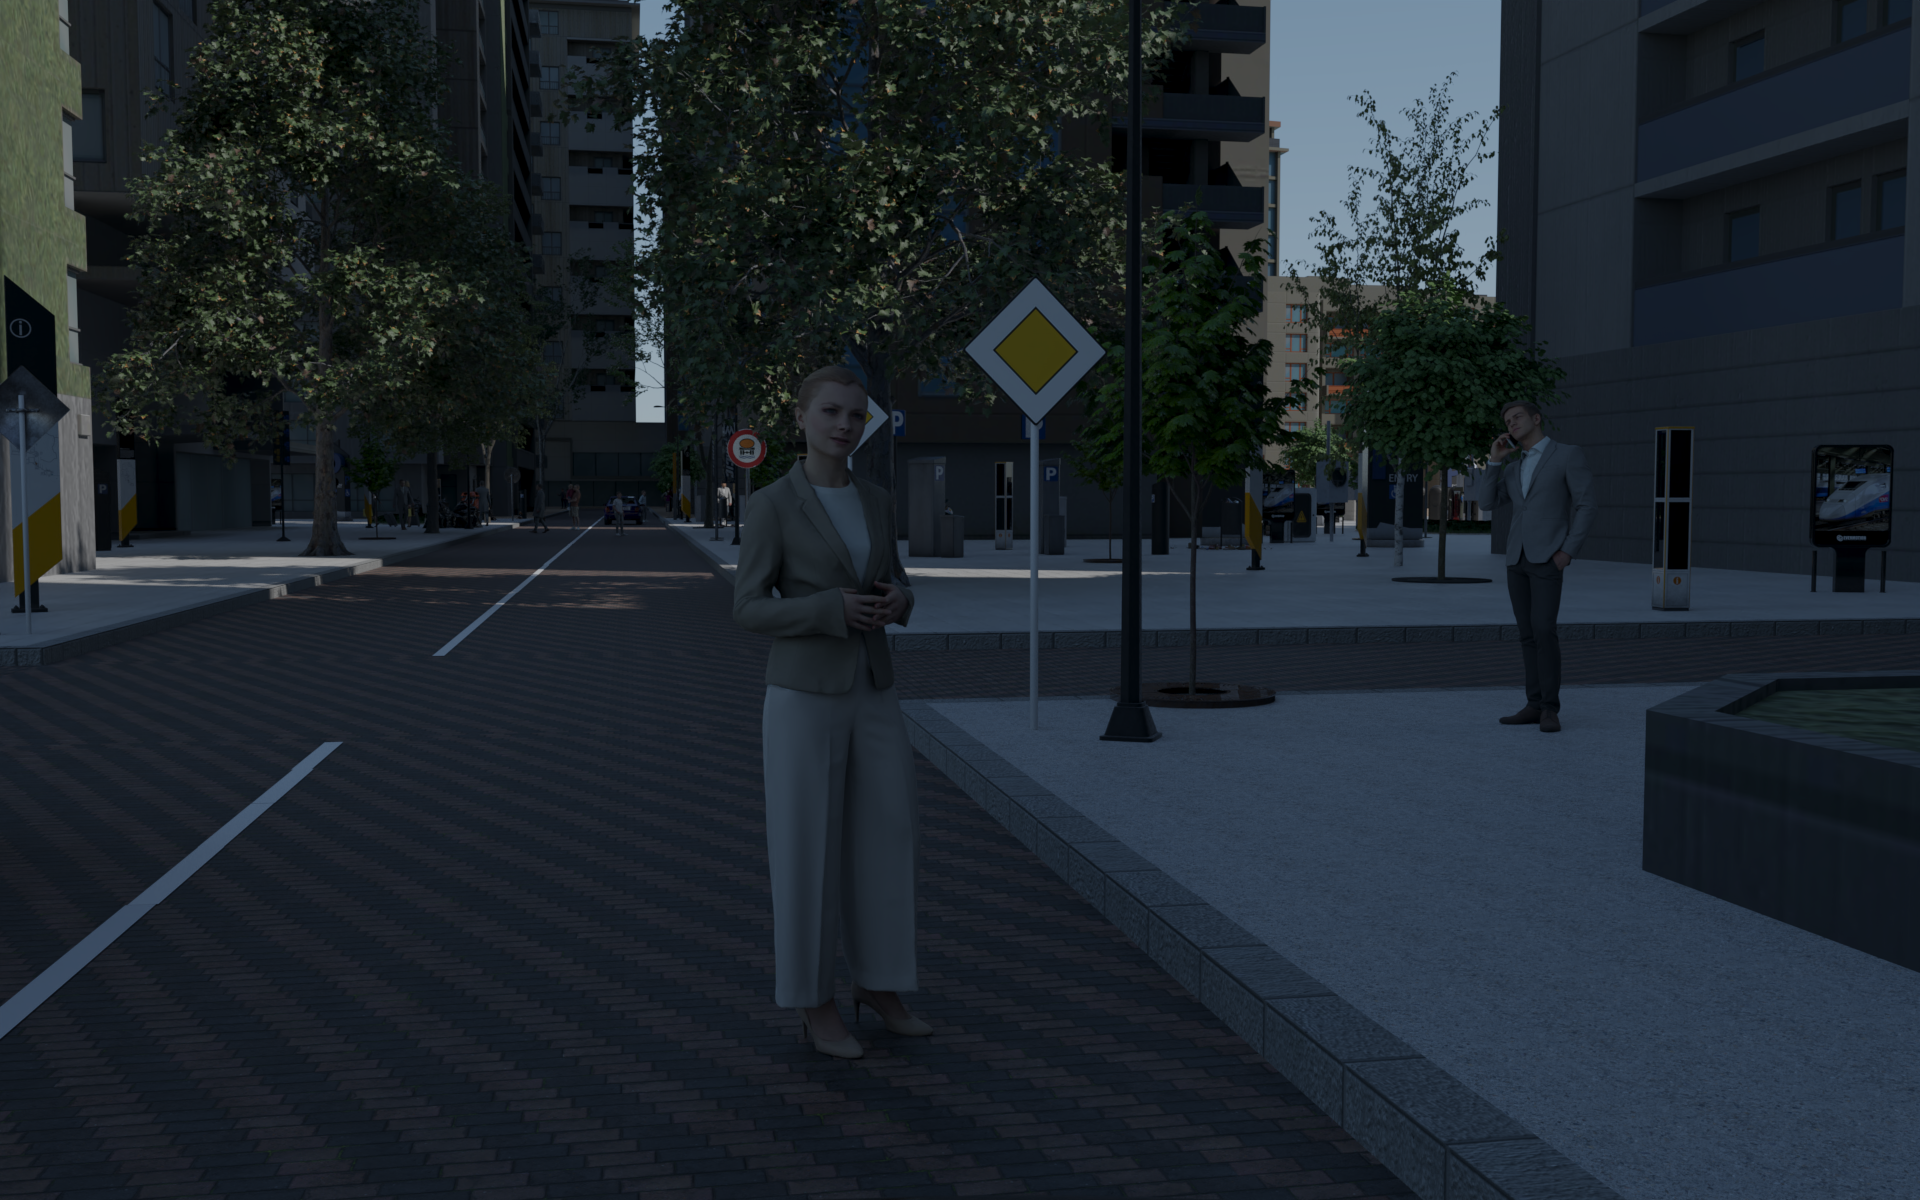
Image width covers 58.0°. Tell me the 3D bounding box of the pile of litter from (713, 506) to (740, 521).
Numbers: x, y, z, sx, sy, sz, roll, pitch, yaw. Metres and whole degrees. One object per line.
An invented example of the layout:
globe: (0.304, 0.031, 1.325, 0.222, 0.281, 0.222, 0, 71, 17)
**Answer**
pile of litter: (-11.207, -4.231, 83.140, 1.719, 0.858, 1.176, 3, 5, 41)

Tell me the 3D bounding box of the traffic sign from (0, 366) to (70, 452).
traffic sign: (-8.532, -0.831, 15.785, 0.795, 2.593, 0.064, -1, 4, -11)

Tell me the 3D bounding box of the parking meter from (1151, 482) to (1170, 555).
parking meter: (4.237, -1.725, 36.610, 0.372, 1.533, 0.369, 0, 3, 0)

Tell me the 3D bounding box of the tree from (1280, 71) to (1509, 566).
tree: (7.845, -4.929, 30.955, 4.737, 8.622, 4.395, 0, 3, 0)

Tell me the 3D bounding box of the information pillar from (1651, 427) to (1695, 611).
information pillar: (7.828, -0.889, 19.026, 0.304, 2.012, 0.304, 0, 4, -3)

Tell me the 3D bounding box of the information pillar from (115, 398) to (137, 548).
information pillar: (-20.041, -3.074, 41.615, 0.183, 3.616, 0.504, 1, 4, 20)

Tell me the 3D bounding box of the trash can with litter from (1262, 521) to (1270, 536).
trash can with litter: (9.626, -2.566, 53.336, 0.624, 1.170, 1.055, 0, 4, 4)

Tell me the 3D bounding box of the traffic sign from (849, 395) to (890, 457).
traffic sign: (-1.068, -0.917, 17.180, 0.795, 2.593, 0.064, -1, 4, -11)

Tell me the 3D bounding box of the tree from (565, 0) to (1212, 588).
tree: (-1.109, -6.538, 23.911, 9.611, 12.733, 9.660, 0, 3, 0)

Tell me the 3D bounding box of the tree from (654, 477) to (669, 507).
tree: (-28.479, -10.569, 167.410, 1.663, 3.219, 1.824, 0, 3, 0)

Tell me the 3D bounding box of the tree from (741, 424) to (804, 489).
tree: (-4.317, -2.783, 40.103, 1.663, 3.219, 1.824, 0, 3, 0)

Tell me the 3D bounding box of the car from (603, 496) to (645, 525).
car: (-15.915, -4.244, 81.964, 1.945, 1.354, 3.894, -1, 4, -9)

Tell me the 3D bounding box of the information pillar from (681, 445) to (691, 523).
information pillar: (-12.335, -5.297, 77.961, 0.183, 3.616, 0.504, 3, 5, 40)

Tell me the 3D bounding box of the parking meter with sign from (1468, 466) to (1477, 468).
parking meter with sign: (28.828, -6.026, 94.784, 0.543, 3.016, 1.738, -3, 5, -43)

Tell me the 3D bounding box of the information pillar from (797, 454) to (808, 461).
information pillar: (-2.771, -1.671, 31.807, 0.304, 2.012, 0.304, 3, 4, 39)

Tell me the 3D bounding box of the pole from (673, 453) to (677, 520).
pole: (-14.083, -5.609, 85.549, 0.158, 3.312, 0.155, 0, 3, 0)

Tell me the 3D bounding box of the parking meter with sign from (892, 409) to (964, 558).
parking meter with sign: (-0.685, -2.387, 35.290, 1.738, 3.016, 0.543, 3, 4, 38)

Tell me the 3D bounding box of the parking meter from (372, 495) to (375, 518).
parking meter: (-26.692, -4.288, 78.519, 0.372, 1.533, 0.369, 0, 3, 0)

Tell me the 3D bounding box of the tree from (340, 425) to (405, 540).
tree: (-16.624, -3.319, 48.875, 1.663, 3.219, 1.824, 0, 3, 0)

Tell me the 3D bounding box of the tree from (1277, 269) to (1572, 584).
tree: (7.102, -2.543, 25.288, 4.285, 4.588, 4.351, 0, 3, 0)

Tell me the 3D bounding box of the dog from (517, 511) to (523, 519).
dog: (-22.494, -4.311, 88.223, 0.550, 0.427, 0.748, 2, 4, 33)

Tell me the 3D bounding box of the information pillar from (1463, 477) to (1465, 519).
information pillar: (21.462, -4.200, 73.170, 0.304, 2.012, 0.304, -2, 4, -30)

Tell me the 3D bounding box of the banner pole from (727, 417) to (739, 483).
banner pole: (-6.769, -3.655, 49.775, 0.863, 3.779, 0.401, 0, 4, 1)

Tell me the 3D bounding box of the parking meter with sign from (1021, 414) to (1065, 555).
parking meter with sign: (1.824, -2.500, 37.128, 0.543, 3.016, 1.738, -1, 4, -16)

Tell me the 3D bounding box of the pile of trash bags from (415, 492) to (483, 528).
pile of trash bags: (-19.097, -3.444, 66.055, 1.912, 1.369, 3.447, 0, 4, 4)

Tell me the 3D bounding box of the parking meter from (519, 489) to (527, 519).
parking meter: (-22.594, -4.961, 89.519, 0.372, 1.533, 0.369, 0, 3, 0)

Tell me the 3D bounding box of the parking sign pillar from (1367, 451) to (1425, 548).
parking sign pillar: (10.546, -3.273, 41.978, 1.447, 3.967, 1.447, 0, 4, 4)

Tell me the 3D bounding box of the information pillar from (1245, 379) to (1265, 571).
information pillar: (4.943, -2.306, 29.058, 0.183, 3.616, 0.504, 3, 4, 36)

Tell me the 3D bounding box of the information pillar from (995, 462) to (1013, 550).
information pillar: (1.009, -2.155, 39.724, 0.304, 2.012, 0.304, 2, 4, 35)

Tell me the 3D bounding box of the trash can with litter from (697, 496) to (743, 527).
trash can with litter: (-9.090, -3.432, 67.170, 1.678, 1.210, 2.233, -3, 4, -36)

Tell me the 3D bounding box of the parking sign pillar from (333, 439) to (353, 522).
parking sign pillar: (-31.190, -5.953, 85.800, 1.447, 3.967, 1.447, 1, 4, 15)

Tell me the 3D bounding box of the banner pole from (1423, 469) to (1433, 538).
banner pole: (13.660, -3.711, 50.686, 0.401, 3.779, 0.863, 1, 4, 16)

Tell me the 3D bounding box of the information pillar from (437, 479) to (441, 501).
information pillar: (-25.588, -4.903, 84.662, 0.304, 2.012, 0.304, 1, 4, 19)

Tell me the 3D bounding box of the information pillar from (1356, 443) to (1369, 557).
information pillar: (8.218, -2.688, 35.299, 0.183, 3.616, 0.504, 2, 4, 26)

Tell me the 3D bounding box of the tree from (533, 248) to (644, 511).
tree: (-30.823, -16.898, 132.176, 12.611, 20.169, 13.585, 0, 3, 0)

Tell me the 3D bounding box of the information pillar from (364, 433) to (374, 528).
information pillar: (-22.279, -4.512, 65.133, 0.183, 3.616, 0.504, -3, 5, -40)

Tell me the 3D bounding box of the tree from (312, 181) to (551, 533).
tree: (-17.420, -8.478, 56.737, 7.486, 12.596, 7.792, 0, 3, 0)

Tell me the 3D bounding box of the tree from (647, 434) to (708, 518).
tree: (-15.406, -6.775, 94.478, 4.285, 4.588, 4.351, 0, 3, 0)

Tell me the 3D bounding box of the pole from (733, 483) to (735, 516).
pole: (-11.102, -5.605, 85.490, 0.158, 3.312, 0.155, 0, 3, 0)

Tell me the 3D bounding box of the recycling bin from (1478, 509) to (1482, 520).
recycling bin: (22.057, -3.639, 72.056, 0.722, 1.027, 0.722, 3, 5, 43)

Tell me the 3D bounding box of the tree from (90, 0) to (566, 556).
tree: (-13.129, -7.267, 35.824, 9.611, 12.733, 9.660, 0, 3, 0)

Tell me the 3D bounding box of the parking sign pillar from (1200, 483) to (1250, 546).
parking sign pillar: (6.751, -3.355, 43.323, 1.447, 3.967, 1.447, 1, 4, 18)

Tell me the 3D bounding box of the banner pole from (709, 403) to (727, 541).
banner pole: (-6.782, -3.537, 47.839, 0.401, 3.779, 0.863, -1, 4, -18)

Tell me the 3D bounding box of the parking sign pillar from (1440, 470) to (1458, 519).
parking sign pillar: (25.029, -6.101, 88.230, 1.447, 3.967, 1.447, -2, 4, -34)

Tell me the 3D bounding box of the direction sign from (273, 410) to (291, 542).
direction sign: (-18.349, -3.356, 46.874, 0.379, 3.537, 0.876, 0, 4, 7)

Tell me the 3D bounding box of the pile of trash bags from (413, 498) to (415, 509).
pile of trash bags: (-26.615, -4.809, 88.386, 3.447, 1.369, 1.912, -1, 4, -11)

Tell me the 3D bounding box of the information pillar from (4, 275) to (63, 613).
information pillar: (-10.025, -1.674, 18.724, 0.504, 3.616, 0.183, -2, 4, -33)

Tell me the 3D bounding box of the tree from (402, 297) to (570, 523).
tree: (-20.982, -8.655, 75.920, 8.767, 10.594, 7.601, 1, 4, 10)

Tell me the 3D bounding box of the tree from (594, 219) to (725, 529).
tree: (-9.429, -8.461, 64.100, 9.928, 11.665, 9.643, 0, 3, 0)

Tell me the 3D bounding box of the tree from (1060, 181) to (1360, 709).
tree: (1.580, -0.992, 10.817, 1.663, 3.219, 1.824, 0, 3, 0)

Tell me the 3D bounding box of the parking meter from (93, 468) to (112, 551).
parking meter: (-19.375, -2.039, 39.056, 0.255, 1.863, 0.399, 2, 4, 34)

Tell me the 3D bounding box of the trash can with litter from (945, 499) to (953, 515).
trash can with litter: (-0.706, -1.919, 42.760, 1.055, 1.170, 0.624, 0, 4, -1)

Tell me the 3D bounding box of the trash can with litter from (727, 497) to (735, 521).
trash can with litter: (-10.837, -4.290, 81.522, 0.624, 1.170, 1.055, 0, 4, -5)

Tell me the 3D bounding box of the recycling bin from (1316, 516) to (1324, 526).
recycling bin: (14.606, -3.533, 70.327, 0.722, 1.027, 0.722, 3, 5, 44)

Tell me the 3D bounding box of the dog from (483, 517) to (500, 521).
dog: (-22.473, -4.001, 83.149, 0.748, 0.427, 0.550, 0, 4, -3)

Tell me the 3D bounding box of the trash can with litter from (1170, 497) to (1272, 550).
trash can with litter: (6.005, -1.790, 40.321, 2.233, 1.210, 1.678, 2, 4, 34)
